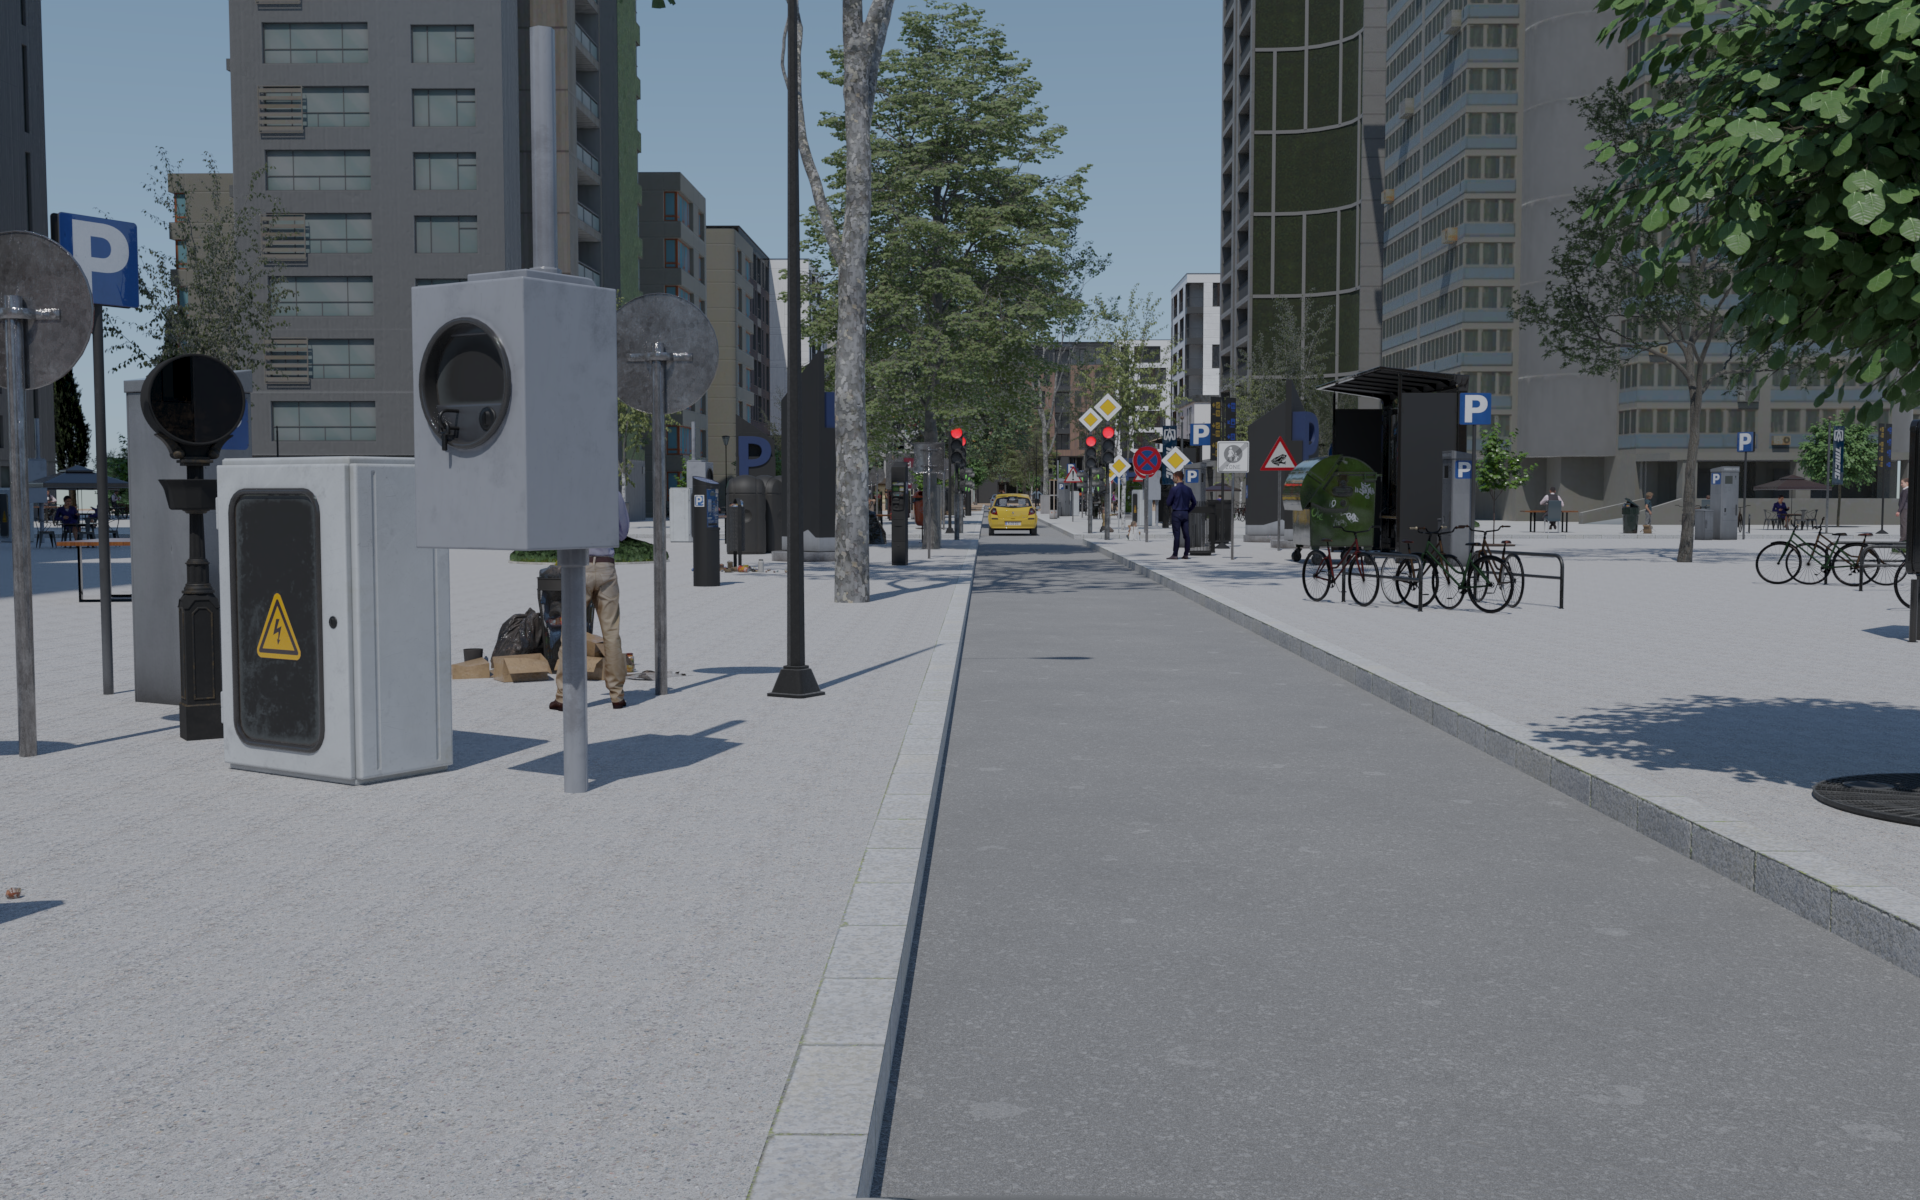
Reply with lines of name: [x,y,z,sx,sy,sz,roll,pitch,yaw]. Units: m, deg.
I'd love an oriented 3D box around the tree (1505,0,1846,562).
tree: [13.971,-5.981,32.207,7.601,10.594,8.767,0,4,4]

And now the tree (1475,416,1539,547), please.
tree: [13.042,-2.928,42.470,1.663,3.219,1.824,0,3,0]

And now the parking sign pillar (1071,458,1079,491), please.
parking sign pillar: [8.582,-8.623,129.457,1.447,3.967,1.447,1,4,9]

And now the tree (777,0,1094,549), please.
tree: [-0.327,-7.447,39.891,7.486,12.596,7.792,0,3,0]

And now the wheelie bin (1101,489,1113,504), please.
wheelie bin: [9.711,-6.572,115.357,0.980,1.594,0.693,1,4,9]

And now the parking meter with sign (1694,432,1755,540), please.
parking meter with sign: [21.328,-3.187,48.373,1.738,3.016,0.543,-2,4,-25]

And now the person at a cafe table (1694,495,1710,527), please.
person at a cafe table: [29.248,-3.477,67.708,1.698,1.238,1.726,2,4,26]

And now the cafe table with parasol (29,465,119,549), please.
cafe table with parasol: [-20.988,-2.223,41.220,2.610,1.966,2.610,1,4,16]

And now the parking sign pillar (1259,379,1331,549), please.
parking sign pillar: [8.151,-3.229,41.272,1.447,3.967,1.447,2,4,29]

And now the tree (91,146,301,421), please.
tree: [-15.759,-5.267,36.484,4.360,8.622,3.978,0,3,0]

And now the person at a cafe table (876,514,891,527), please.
person at a cafe table: [-2.920,-2.239,47.472,1.698,1.238,1.726,-2,4,-27]

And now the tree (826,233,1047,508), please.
tree: [-1.252,-9.544,73.049,9.611,12.733,9.660,0,3,0]

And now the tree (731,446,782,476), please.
tree: [-11.806,-7.225,101.843,4.285,4.588,4.351,0,3,0]

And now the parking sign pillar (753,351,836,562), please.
parking sign pillar: [-2.911,-2.742,33.301,1.447,3.967,1.447,-3,4,-39]

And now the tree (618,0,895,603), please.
tree: [-0.127,-10.092,20.895,12.611,20.169,13.585,0,3,0]

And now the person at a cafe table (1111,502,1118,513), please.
person at a cafe table: [11.096,-6.713,118.279,1.698,1.524,1.622,1,4,12]

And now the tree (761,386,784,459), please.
tree: [-11.228,-10.070,115.002,4.360,8.622,3.978,0,3,0]

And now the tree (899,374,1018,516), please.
tree: [-0.504,-10.874,103.538,9.928,11.665,9.643,0,3,0]

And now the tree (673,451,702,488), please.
tree: [-11.902,-4.990,76.193,1.663,3.219,1.824,0,3,0]

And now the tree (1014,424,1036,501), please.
tree: [7.297,-13.750,175.173,4.360,8.622,3.978,0,3,0]

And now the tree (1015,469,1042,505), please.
tree: [8.247,-13.751,208.547,4.285,4.588,4.351,0,3,0]

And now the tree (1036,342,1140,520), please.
tree: [6.542,-8.223,84.816,4.360,8.622,3.978,0,3,0]

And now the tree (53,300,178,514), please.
tree: [-53.741,-13.175,117.237,13.155,14.587,18.604,0,4,1]

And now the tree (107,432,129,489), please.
tree: [-22.165,-3.208,47.059,1.663,3.219,1.824,0,3,0]

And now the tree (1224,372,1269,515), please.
tree: [16.912,-9.436,104.644,4.737,8.622,4.395,0,3,0]

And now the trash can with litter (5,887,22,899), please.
trash can with litter: [-3.595,0.409,4.378,2.233,1.210,1.678,-2,4,-34]

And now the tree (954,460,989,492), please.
tree: [0.504,-8.930,129.711,4.285,4.588,4.351,0,3,0]

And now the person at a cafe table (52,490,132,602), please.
person at a cafe table: [-9.831,-0.769,21.091,1.622,1.524,1.698,-1,4,-9]

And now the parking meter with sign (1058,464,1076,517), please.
parking meter with sign: [5.944,-6.294,99.175,0.543,3.016,1.738,2,4,35]

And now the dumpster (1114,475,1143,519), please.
dumpster: [8.729,-5.276,88.759,1.502,2.255,1.985,0,4,1]

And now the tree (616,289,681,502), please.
tree: [-12.119,-6.914,63.402,4.737,8.622,4.395,0,3,0]

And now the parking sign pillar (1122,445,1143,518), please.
parking sign pillar: [9.396,-6.439,93.757,1.447,3.967,1.447,0,4,4]

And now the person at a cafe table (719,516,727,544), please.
person at a cafe table: [-5.178,-2.204,44.556,1.622,1.524,1.698,-3,5,-40]

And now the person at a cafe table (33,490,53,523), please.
person at a cafe table: [-40.704,-4.221,77.531,1.622,1.524,1.698,3,4,37]

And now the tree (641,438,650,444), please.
tree: [-19.339,-10.439,88.812,7.486,12.596,7.792,0,3,0]

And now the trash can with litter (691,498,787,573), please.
trash can with litter: [-3.691,-1.101,29.051,1.678,1.210,2.233,-1,4,-16]

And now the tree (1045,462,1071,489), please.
tree: [5.915,-6.736,104.736,1.663,3.219,1.824,0,3,0]

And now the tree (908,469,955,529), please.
tree: [-1.117,-4.203,63.317,1.663,3.219,1.824,0,3,0]

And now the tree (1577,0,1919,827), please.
tree: [4.343,-1.417,6.877,4.285,4.588,4.351,0,3,0]

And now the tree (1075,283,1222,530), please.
tree: [5.947,-6.796,61.474,4.737,8.622,4.395,0,3,0]

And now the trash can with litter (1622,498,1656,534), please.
trash can with litter: [22.005,-2.739,56.162,1.055,1.170,0.624,1,4,22]

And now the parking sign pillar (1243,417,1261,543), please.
parking sign pillar: [8.306,-3.533,46.229,1.447,3.967,1.447,0,4,1]

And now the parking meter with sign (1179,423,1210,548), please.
parking meter with sign: [5.666,-2.796,41.975,0.543,3.016,1.738,1,4,20]

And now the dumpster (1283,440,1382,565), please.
dumpster: [6.852,-1.799,31.911,1.502,2.255,1.985,0,4,1]

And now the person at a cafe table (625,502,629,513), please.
person at a cafe table: [-9.596,-2.285,45.869,1.622,1.524,1.698,1,4,9]

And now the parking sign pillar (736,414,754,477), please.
parking sign pillar: [-6.873,-4.272,58.313,1.447,3.967,1.447,-1,4,-12]

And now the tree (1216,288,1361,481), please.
tree: [11.631,-6.834,62.101,4.360,8.622,3.978,0,3,0]

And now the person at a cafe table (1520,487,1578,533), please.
person at a cafe table: [19.653,-3.004,57.624,1.698,1.524,1.622,1,4,8]

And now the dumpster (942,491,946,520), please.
dumpster: [-1.333,-4.821,84.578,1.264,1.857,1.865,0,4,1]

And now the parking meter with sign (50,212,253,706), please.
parking meter with sign: [-4.728,-0.877,10.608,1.738,3.016,0.543,2,4,29]

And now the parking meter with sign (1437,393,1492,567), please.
parking meter with sign: [8.873,-2.109,30.741,0.543,3.016,1.738,0,4,0]
